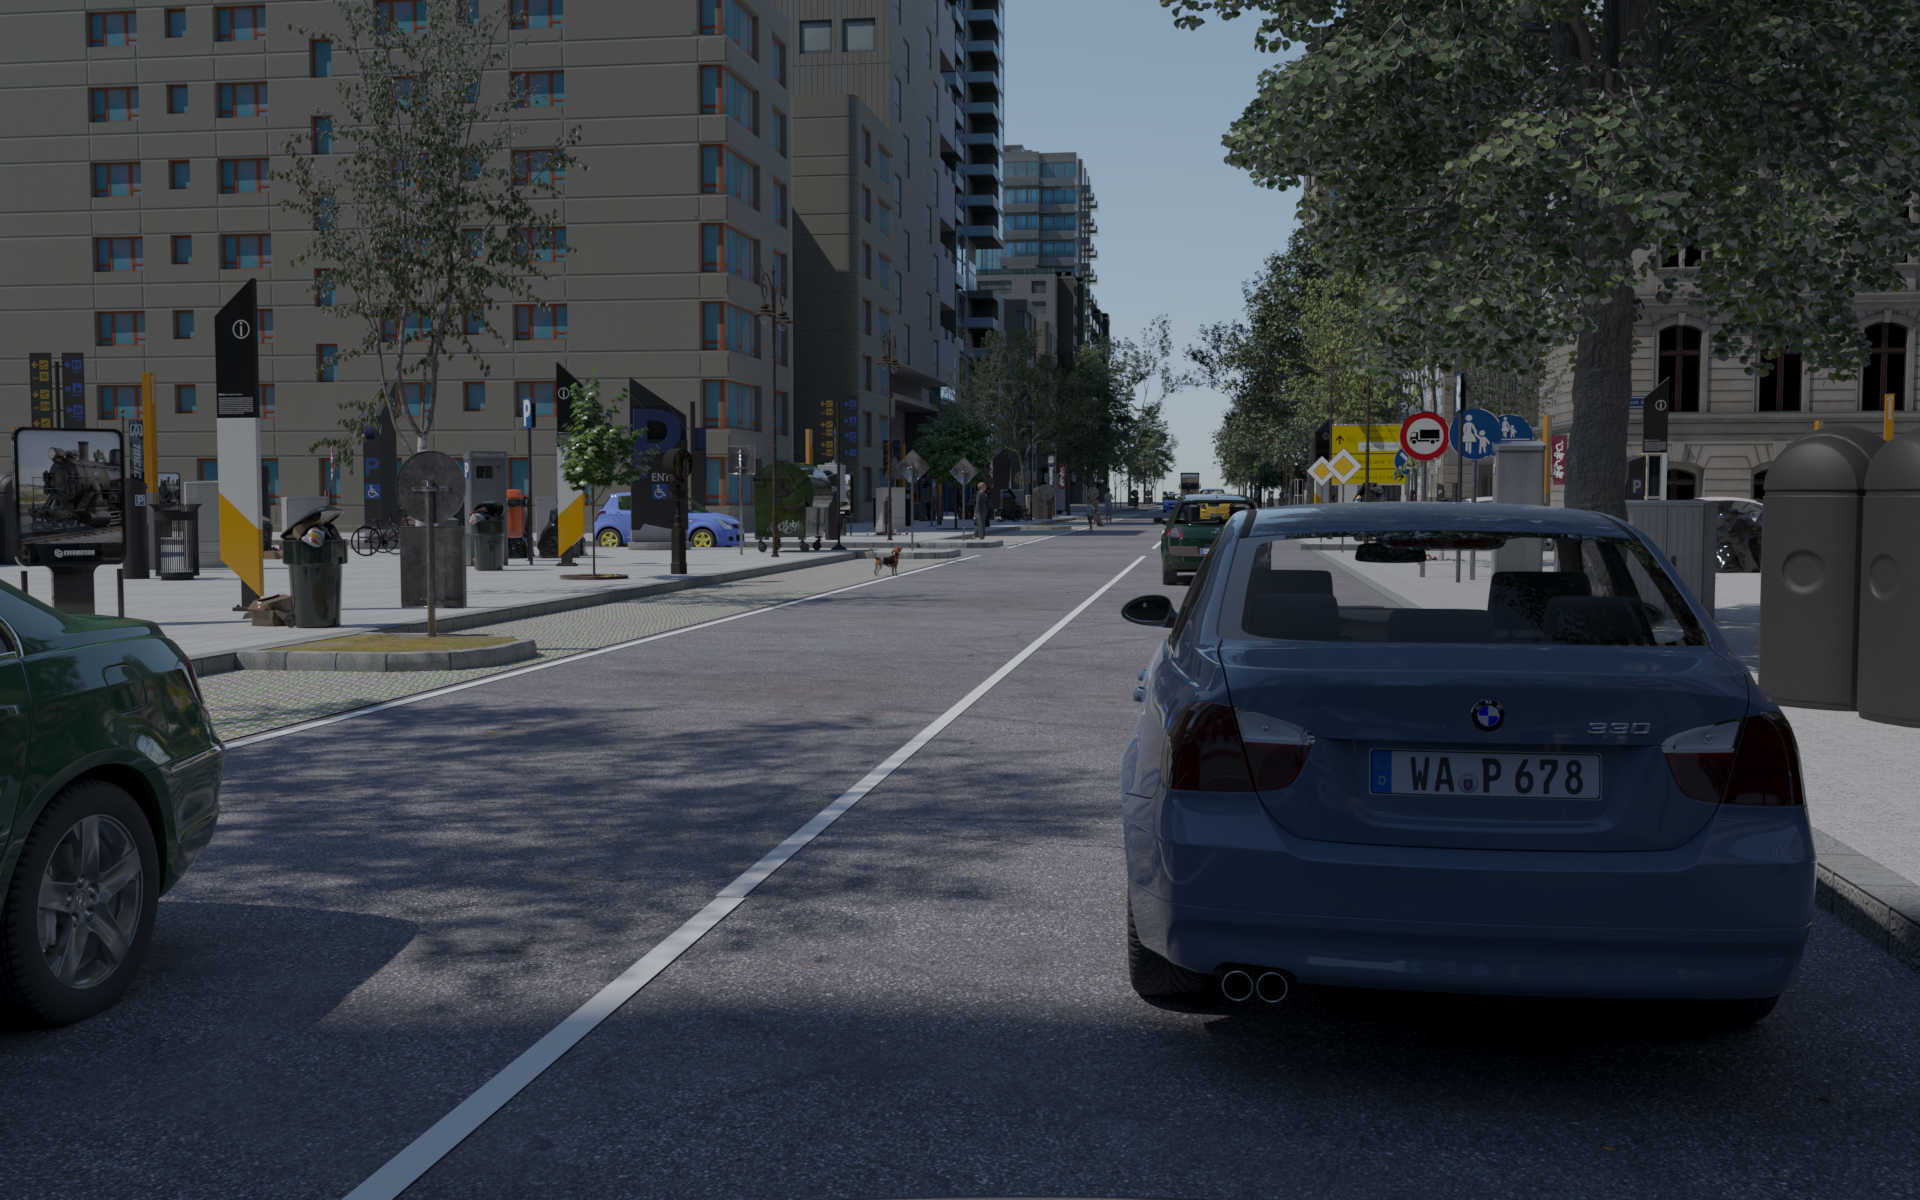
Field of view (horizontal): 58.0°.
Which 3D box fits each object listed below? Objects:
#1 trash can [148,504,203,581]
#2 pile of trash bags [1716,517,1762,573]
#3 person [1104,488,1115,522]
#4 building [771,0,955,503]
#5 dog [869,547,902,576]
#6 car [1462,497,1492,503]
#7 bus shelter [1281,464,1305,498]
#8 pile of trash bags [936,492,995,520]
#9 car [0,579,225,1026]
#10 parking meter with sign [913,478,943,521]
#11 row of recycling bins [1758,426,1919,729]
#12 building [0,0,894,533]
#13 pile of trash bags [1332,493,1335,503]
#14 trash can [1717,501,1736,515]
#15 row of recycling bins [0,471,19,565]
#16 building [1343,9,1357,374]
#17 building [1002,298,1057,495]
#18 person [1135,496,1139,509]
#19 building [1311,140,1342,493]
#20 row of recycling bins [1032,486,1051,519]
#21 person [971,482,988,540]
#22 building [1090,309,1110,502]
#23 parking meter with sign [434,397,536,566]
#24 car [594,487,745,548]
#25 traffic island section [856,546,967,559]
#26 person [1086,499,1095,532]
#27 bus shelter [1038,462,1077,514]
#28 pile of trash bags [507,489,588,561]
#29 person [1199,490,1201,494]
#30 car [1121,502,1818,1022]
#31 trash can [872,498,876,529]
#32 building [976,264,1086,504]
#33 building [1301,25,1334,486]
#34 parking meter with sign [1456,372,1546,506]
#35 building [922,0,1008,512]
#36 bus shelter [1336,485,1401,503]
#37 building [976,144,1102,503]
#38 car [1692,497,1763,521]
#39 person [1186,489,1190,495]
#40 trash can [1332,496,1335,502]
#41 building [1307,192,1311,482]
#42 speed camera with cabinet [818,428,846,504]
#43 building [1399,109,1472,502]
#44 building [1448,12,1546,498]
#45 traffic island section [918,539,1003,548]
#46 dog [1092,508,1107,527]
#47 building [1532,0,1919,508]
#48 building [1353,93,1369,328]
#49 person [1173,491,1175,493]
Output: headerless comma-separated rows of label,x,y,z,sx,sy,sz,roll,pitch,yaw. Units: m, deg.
trash can,-11.692,-0.868,25.851,0.748,1.137,0.748,0,3,0
pile of trash bags,13.844,-1.149,28.544,3.447,1.369,1.912,1,4,15
person,7.591,-4.819,87.853,0.480,1.755,0.524,1,4,22
building,-15.183,-31.824,109.557,28.713,52.752,27.495,1,4,8
dog,-1.286,-0.666,30.177,0.406,0.507,0.540,1,4,21
car,12.334,-1.773,41.350,4.827,1.381,2.083,0,4,8
bus shelter,21.521,-7.435,112.840,1.731,3.624,6.357,1,4,8
pile of trash bags,0.171,-4.753,87.466,3.447,1.369,1.912,1,4,14
car,-3.414,0.509,3.480,2.131,1.459,4.920,0,4,6
parking meter with sign,-1.530,-5.387,84.335,1.738,3.016,0.543,2,4,34
row of recycling bins,5.720,-0.132,9.264,1.069,1.692,3.534,-1,4,-18
building,-18.980,-13.864,71.718,27.650,21.520,28.899,1,4,8
pile of trash bags,26.005,-6.387,114.171,3.447,1.369,1.912,-1,4,-12
trash can,16.050,-1.537,36.776,0.748,1.137,0.748,0,3,0
row of recycling bins,-18.578,-1.467,31.092,3.534,1.692,1.069,-2,4,-25
building,48.231,-38.375,169.435,21.231,58.520,28.212,1,4,8
building,-5.621,-19.872,169.941,27.650,21.520,28.899,1,4,8
person,15.204,-8.390,148.915,0.421,1.427,0.697,0,4,1
building,51.185,-34.665,216.880,14.600,45.320,14.200,1,4,8
row of recycling bins,4.304,-5.146,91.243,1.069,1.692,3.534,0,4,4
person,0.584,-2.566,50.878,0.534,1.772,0.576,0,4,-7
building,15.590,-30.281,266.797,14.160,30.474,14.107,1,4,8
parking meter with sign,-8.512,-2.125,31.008,1.738,3.016,0.543,-2,4,-30
car,-7.182,-2.039,42.921,3.694,1.707,1.945,1,4,9
traffic island section,-1.104,-1.040,39.290,2.009,0.180,2.903,1,4,8
person,4.895,-3.167,64.963,0.352,1.250,0.332,0,4,-5
bus shelter,6.362,-7.270,112.787,2.014,3.302,5.546,1,4,9
pile of trash bags,-8.559,-1.519,34.590,1.912,1.369,3.447,0,4,-2
person,24.814,-10.407,178.738,1.350,1.814,0.705,-1,4,-12
car,1.541,0.361,6.094,2.014,1.417,4.499,1,4,9
trash can,-2.887,-3.185,63.733,0.748,1.137,0.748,0,3,0
building,8.614,-27.550,222.140,14.160,30.474,14.107,1,4,8
building,60.803,-50.488,263.728,20.563,71.187,20.611,1,4,8
parking meter with sign,8.025,-1.748,24.842,1.738,3.016,0.543,1,4,10
building,-7.072,-50.476,137.948,22.319,86.520,31.000,1,4,8
bus shelter,12.592,-3.646,53.531,2.014,3.302,5.546,1,4,8
building,7.829,-38.200,244.177,23.786,49.044,30.456,1,4,8
car,17.900,-1.683,39.874,4.827,1.381,2.083,1,4,10
person,14.609,-6.266,111.291,0.374,1.781,0.599,0,4,-6
trash can,23.122,-5.829,106.964,0.748,1.137,0.748,0,3,0
building,59.268,-37.853,238.497,23.786,49.044,30.456,1,4,8
speed camera with cabinet,-4.475,-3.534,52.117,2.038,3.252,0.660,2,4,24
building,33.769,-18.844,105.356,12.463,27.353,25.104,1,4,8
building,31.690,-17.562,80.646,14.314,27.812,24.014,1,4,8
traffic island section,0.078,-1.523,47.187,2.009,0.180,2.903,1,4,8
dog,6.162,-3.631,76.207,0.800,0.831,0.513,0,4,4
building,37.596,-14.488,55.970,34.723,24.649,14.460,1,4,8
building,41.031,-28.502,149.606,14.154,41.232,14.086,1,4,8
person,22.376,-10.513,181.096,1.217,1.735,0.721,0,4,-8
